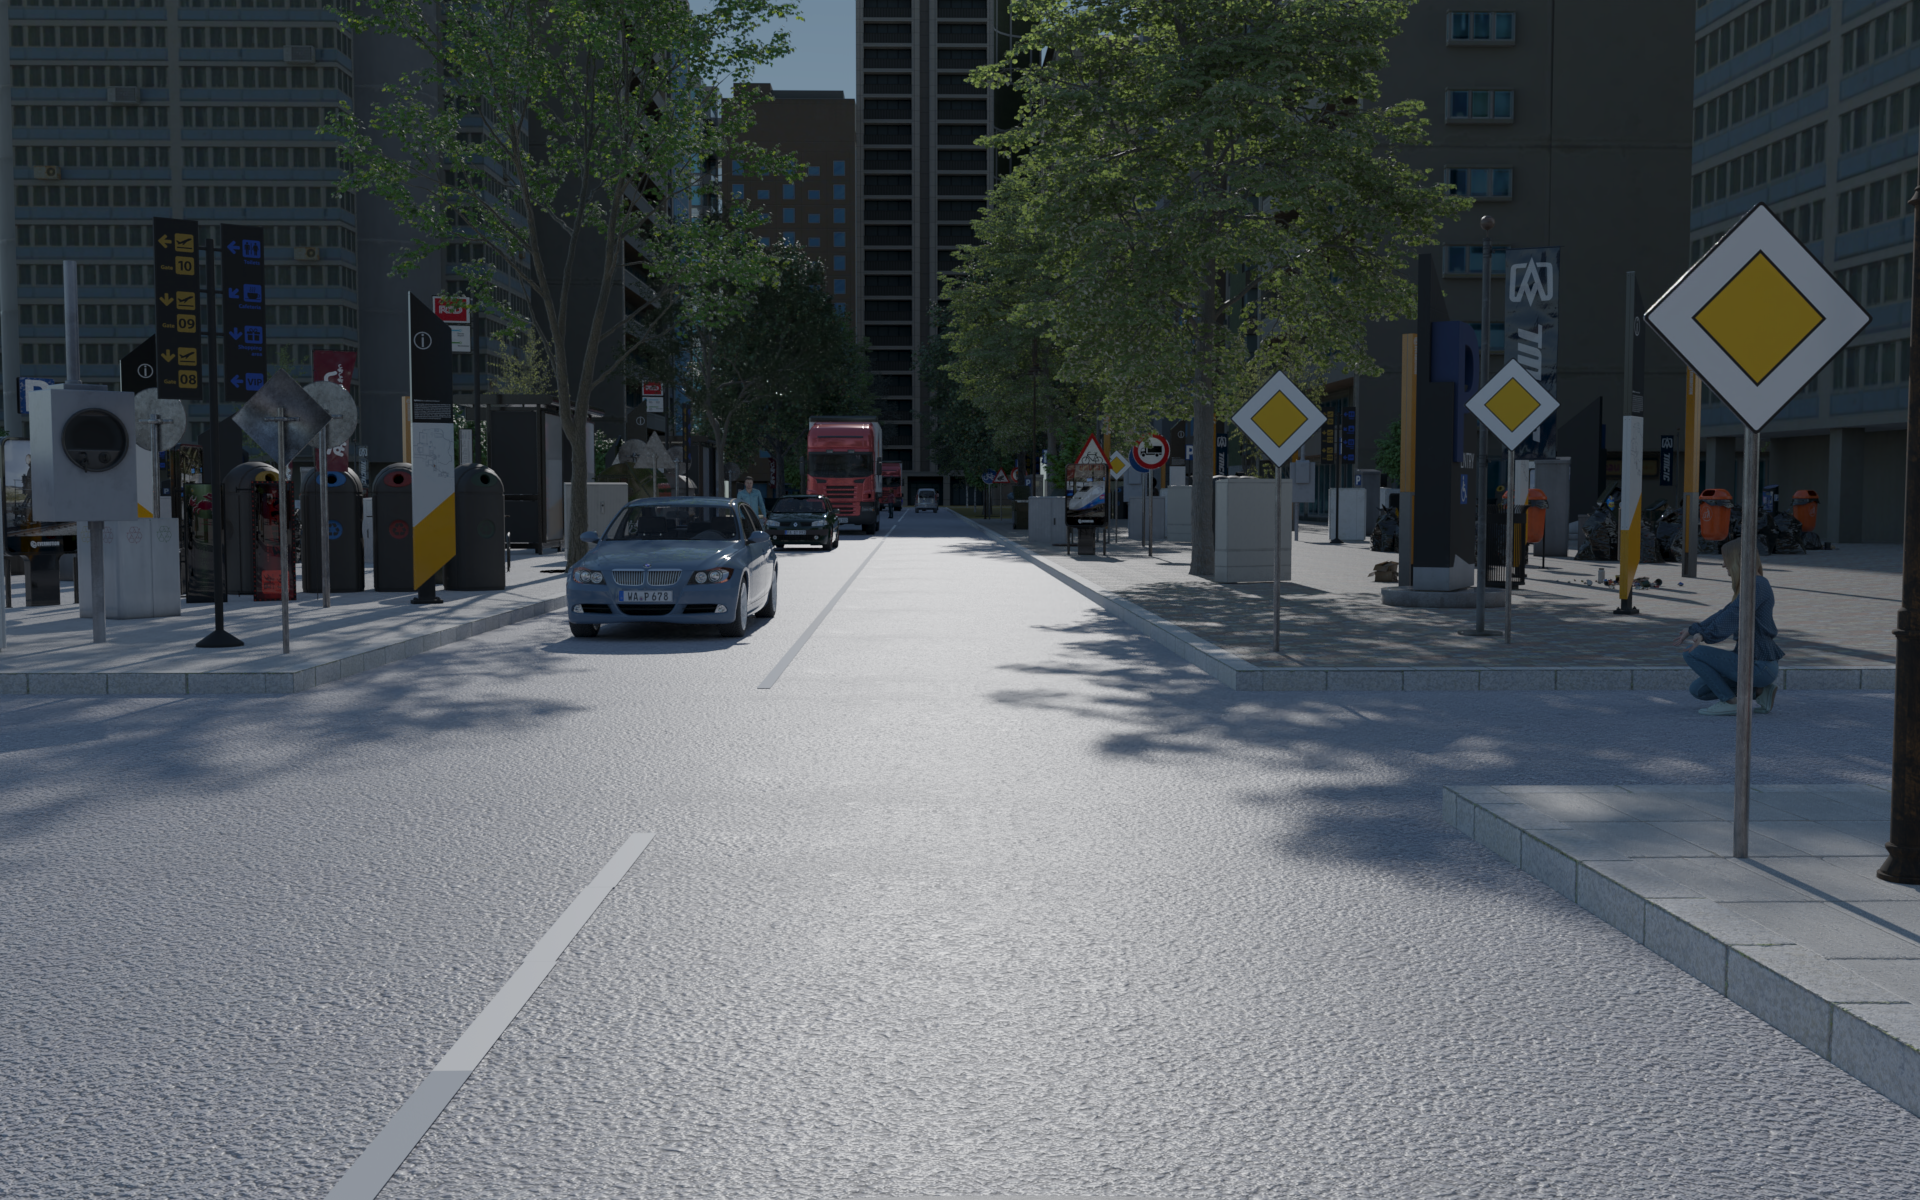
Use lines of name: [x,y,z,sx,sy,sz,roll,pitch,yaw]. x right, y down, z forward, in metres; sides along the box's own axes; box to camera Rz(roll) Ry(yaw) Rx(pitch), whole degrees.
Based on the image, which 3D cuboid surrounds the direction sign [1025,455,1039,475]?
direction sign: [3.422,-5.552,82.764,0.876,3.537,0.379,-2,4,-32]

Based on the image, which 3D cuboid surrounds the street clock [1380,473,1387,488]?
street clock: [14.805,-3.425,60.563,0.358,2.002,0.471,1,4,16]

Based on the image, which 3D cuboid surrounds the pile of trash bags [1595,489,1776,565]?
pile of trash bags: [13.231,-1.399,32.634,1.912,1.369,3.447,-1,4,-18]

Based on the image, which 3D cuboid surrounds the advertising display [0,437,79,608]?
advertising display: [-10.539,-0.895,19.852,0.123,1.923,0.974,2,4,27]

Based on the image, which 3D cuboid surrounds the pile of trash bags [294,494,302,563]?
pile of trash bags: [-13.173,-1.360,31.991,1.912,1.369,3.447,1,4,13]

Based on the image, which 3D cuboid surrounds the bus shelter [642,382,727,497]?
bus shelter: [-10.136,-5.259,63.614,2.179,5.291,8.768,0,4,-1]

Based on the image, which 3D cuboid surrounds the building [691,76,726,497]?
building: [-41.095,-35.354,197.640,30.456,49.044,23.786,0,4,-1]

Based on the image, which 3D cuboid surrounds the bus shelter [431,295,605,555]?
bus shelter: [-9.629,-3.678,37.764,2.179,5.291,8.768,0,4,-1]

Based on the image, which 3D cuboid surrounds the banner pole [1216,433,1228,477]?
banner pole: [9.334,-4.446,62.711,0.863,3.779,0.401,-1,4,-23]

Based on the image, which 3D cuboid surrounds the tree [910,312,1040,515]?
tree: [1.800,-12.272,107.294,9.857,13.997,8.962,0,3,0]

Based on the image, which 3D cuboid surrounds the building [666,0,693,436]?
building: [-30.163,-30.145,142.988,14.200,45.320,14.600,0,4,-1]

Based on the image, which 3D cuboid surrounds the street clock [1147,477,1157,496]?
street clock: [8.027,-4.178,72.872,0.471,2.002,0.358,-1,4,-13]

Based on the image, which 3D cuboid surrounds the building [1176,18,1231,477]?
building: [22.495,-28.469,115.576,14.600,45.320,14.200,0,4,-1]

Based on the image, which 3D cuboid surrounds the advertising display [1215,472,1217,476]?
advertising display: [7.190,-2.733,49.896,0.123,1.923,0.974,2,4,27]

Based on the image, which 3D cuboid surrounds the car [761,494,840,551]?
car: [-4.097,-2.155,45.025,2.009,1.686,4.222,0,4,0]

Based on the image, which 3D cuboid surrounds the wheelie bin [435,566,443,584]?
wheelie bin: [-7.632,-1.031,24.765,0.980,1.594,0.693,-1,4,-17]

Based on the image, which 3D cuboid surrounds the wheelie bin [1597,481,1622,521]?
wheelie bin: [16.050,-2.119,42.558,0.693,1.594,0.980,1,4,8]

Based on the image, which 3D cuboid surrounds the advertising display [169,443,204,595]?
advertising display: [-9.942,-1.046,22.322,0.123,1.923,0.974,0,4,-7]

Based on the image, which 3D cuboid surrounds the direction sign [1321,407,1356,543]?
direction sign: [9.819,-3.244,45.031,0.876,3.537,0.379,0,4,7]

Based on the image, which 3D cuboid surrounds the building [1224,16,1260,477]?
building: [22.528,-20.196,101.899,14.160,30.474,14.107,0,4,-1]

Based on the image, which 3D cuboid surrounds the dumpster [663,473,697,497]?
dumpster: [-7.932,-2.549,47.431,1.264,1.857,1.865,0,4,-1]

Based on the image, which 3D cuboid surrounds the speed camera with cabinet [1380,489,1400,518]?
speed camera with cabinet: [14.203,-3.733,55.365,2.038,3.252,0.660,-2,4,-28]

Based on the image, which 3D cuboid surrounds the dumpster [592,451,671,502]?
dumpster: [-7.312,-2.207,38.571,1.502,2.255,1.985,0,4,-1]

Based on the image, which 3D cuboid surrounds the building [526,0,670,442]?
building: [-32.900,-30.513,122.588,21.300,48.544,21.600,0,4,-1]

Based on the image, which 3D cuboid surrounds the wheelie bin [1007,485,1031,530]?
wheelie bin: [2.182,-3.354,62.740,0.980,1.594,0.693,-1,4,-9]

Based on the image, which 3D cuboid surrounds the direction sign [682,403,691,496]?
direction sign: [-6.860,-3.152,43.525,0.379,3.537,0.876,0,4,2]

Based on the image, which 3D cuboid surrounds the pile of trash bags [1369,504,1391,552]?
pile of trash bags: [10.964,-1.757,38.475,3.447,1.369,1.912,0,4,-6]

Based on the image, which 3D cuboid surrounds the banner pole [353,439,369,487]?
banner pole: [-27.100,-5.399,78.292,0.863,3.779,0.401,0,4,8]

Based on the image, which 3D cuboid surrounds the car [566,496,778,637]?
car: [-3.017,-0.420,18.868,2.014,1.417,4.499,0,4,0]

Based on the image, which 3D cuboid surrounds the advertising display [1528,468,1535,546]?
advertising display: [14.511,-2.313,43.038,0.974,1.923,0.123,-1,4,-15]

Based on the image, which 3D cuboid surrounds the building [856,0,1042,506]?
building: [-1.131,-46.344,195.980,20.611,71.187,20.563,0,4,-1]

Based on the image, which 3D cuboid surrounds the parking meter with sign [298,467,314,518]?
parking meter with sign: [-18.312,-3.238,49.196,1.738,3.016,0.543,0,4,5]

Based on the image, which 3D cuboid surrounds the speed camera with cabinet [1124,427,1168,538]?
speed camera with cabinet: [5.859,-3.465,50.995,2.038,3.252,0.660,1,4,9]

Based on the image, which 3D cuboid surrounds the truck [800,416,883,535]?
truck: [-4.235,-4.622,64.477,2.839,4.237,11.283,0,4,-1]

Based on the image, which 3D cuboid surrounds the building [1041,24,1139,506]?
building: [23.040,-37.376,200.343,27.495,52.752,28.713,0,4,-1]

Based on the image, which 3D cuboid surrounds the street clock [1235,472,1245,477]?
street clock: [9.193,-3.203,56.946,0.358,2.002,0.471,-1,4,-8]

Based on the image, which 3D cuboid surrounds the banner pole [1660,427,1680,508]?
banner pole: [26.529,-4.564,64.636,0.863,3.779,0.401,0,4,6]

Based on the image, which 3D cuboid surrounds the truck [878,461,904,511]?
truck: [-6.184,-9.729,147.984,2.839,4.237,11.283,0,4,-2]

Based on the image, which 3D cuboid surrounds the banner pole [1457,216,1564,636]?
banner pole: [4.955,-1.564,15.589,0.863,3.779,0.401,2,4,25]

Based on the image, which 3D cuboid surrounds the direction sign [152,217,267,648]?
direction sign: [-6.246,-1.377,14.511,0.876,3.537,0.379,-3,5,-40]

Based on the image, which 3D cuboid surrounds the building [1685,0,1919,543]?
building: [34.119,-21.452,42.627,23.993,40.220,32.217,0,4,-1]

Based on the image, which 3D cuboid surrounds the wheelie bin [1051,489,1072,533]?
wheelie bin: [3.347,-2.986,56.732,0.693,1.594,0.980,-3,5,-44]

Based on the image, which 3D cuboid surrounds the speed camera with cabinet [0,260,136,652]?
speed camera with cabinet: [-7.892,-1.213,14.165,0.660,3.252,2.038,3,5,44]

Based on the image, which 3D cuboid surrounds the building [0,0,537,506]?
building: [-38.468,-24.950,99.813,32.217,40.220,23.993,0,4,-1]

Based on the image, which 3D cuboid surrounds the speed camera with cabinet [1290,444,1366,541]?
speed camera with cabinet: [10.093,-3.253,47.523,2.038,3.252,0.660,1,4,10]

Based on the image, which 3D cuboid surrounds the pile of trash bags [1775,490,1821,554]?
pile of trash bags: [17.416,-1.694,37.453,3.447,1.369,1.912,-2,4,-32]

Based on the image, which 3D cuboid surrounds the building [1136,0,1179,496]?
building: [24.633,-36.380,136.819,21.231,58.520,28.212,0,4,-1]

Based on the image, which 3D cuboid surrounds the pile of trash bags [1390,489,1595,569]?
pile of trash bags: [9.494,-1.308,31.137,1.912,1.369,3.447,-1,4,-14]

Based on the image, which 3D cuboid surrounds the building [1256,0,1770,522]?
building: [26.236,-27.802,78.261,21.300,48.544,21.600,0,4,-1]

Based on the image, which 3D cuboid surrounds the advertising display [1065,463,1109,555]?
advertising display: [2.663,-1.907,36.390,0.974,1.923,0.123,2,4,32]

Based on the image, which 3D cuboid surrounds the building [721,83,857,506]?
building: [-18.439,-33.161,192.292,14.200,45.320,14.600,0,4,-1]

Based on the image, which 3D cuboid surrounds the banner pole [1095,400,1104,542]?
banner pole: [3.730,-3.434,46.165,0.401,3.779,0.863,1,4,19]
